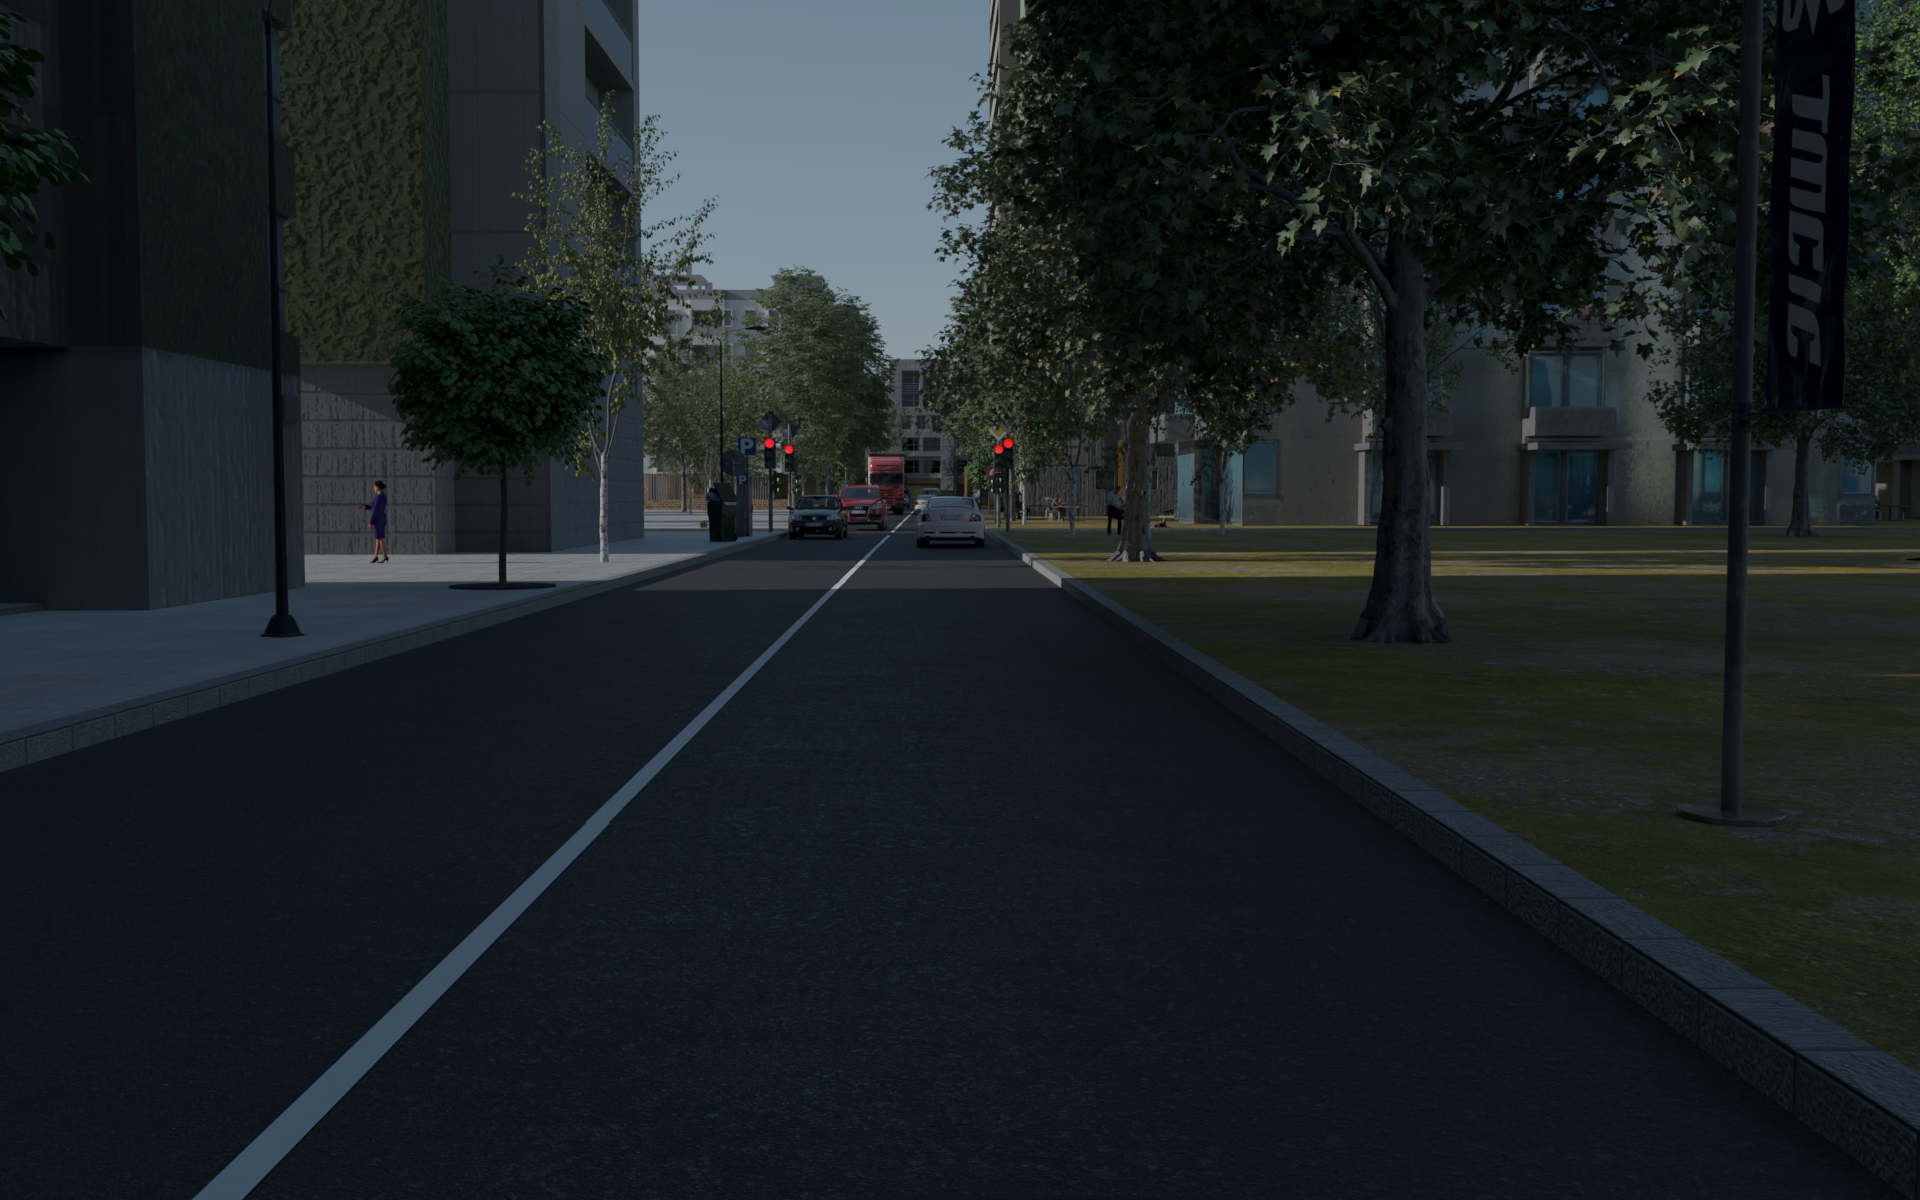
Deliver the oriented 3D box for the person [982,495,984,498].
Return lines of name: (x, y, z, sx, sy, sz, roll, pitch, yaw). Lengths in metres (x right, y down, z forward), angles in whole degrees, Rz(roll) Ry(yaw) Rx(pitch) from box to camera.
person: (1.716, -9.729, 165.122, 1.348, 1.824, 0.705, 2, 4, 34)

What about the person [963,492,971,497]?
person: (0.640, -9.779, 166.871, 0.756, 1.711, 0.436, -1, 4, -16)

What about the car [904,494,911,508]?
car: (-6.027, -10.044, 176.015, 2.131, 1.459, 4.920, 0, 4, -2)

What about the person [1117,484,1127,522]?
person: (7.505, -4.418, 78.721, 0.683, 1.767, 0.568, 0, 4, -3)

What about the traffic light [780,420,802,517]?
traffic light: (-6.481, -4.722, 66.120, 0.839, 4.253, 0.868, 0, 4, -1)

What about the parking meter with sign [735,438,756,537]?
parking meter with sign: (-6.580, -3.446, 52.602, 0.543, 3.016, 1.738, 0, 4, 1)

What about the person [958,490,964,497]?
person: (0.108, -9.943, 170.087, 0.593, 1.643, 0.415, -1, 4, -9)

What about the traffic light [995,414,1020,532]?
traffic light: (1.593, -4.242, 58.284, 0.839, 4.253, 0.868, 0, 4, -1)

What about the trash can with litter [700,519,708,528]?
trash can with litter: (-9.449, -3.328, 65.804, 1.055, 1.170, 0.624, 0, 4, -5)

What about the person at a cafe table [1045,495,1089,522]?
person at a cafe table: (5.000, -4.313, 81.384, 1.726, 1.238, 1.698, 1, 4, 18)

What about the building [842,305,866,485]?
building: (-27.693, -21.829, 200.876, 32.646, 21.610, 27.936, 0, 4, -1)

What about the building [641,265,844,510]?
building: (-18.400, -17.815, 147.702, 16.016, 20.091, 11.380, 0, 4, -1)

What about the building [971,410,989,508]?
building: (15.111, -21.742, 199.456, 27.936, 21.610, 32.646, 0, 4, -1)

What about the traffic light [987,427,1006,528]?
traffic light: (1.459, -4.731, 66.268, 0.839, 4.253, 0.868, 0, 4, -1)

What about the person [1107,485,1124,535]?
person: (4.848, -2.783, 53.760, 0.614, 1.554, 0.590, -2, 4, -24)

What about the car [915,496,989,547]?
car: (-0.232, -2.174, 47.904, 2.083, 1.381, 4.827, 0, 4, 1)

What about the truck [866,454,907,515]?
truck: (-5.209, -8.147, 122.109, 2.839, 4.237, 11.283, 0, 4, -3)

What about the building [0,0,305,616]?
building: (-15.920, -14.939, 15.959, 14.160, 30.474, 14.107, 0, 4, -1)

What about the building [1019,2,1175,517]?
building: (10.557, -25.747, 104.564, 14.154, 41.232, 14.086, 0, 4, -1)

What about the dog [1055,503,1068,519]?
dog: (5.125, -4.596, 89.522, 0.513, 0.831, 0.800, -2, 4, -35)

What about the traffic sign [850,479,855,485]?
traffic sign: (-7.914, -7.624, 124.762, 0.768, 2.556, 0.104, 0, 4, 3)

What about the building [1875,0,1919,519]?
building: (59.005, -24.082, 85.618, 23.993, 40.220, 32.217, 0, 4, -1)

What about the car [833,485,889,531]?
car: (-3.965, -3.716, 69.424, 2.281, 1.827, 5.304, 0, 4, -1)

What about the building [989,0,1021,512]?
building: (13.170, -30.977, 130.182, 21.300, 48.544, 21.600, 0, 4, -1)

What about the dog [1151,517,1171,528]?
dog: (7.625, -2.954, 66.029, 0.748, 0.427, 0.550, 1, 4, 22)

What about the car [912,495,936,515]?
car: (-2.294, -6.563, 119.665, 2.083, 1.381, 4.827, 0, 4, -1)

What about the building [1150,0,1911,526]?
building: (23.902, -28.025, 77.824, 30.456, 49.044, 23.786, 0, 4, -1)

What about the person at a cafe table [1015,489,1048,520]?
person at a cafe table: (3.467, -4.749, 86.160, 1.622, 1.524, 1.698, 1, 4, 9)

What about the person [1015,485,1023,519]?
person: (2.865, -5.023, 88.975, 0.445, 1.727, 0.742, 3, 5, 40)

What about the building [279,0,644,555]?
building: (-23.231, -30.739, 44.583, 28.212, 58.520, 21.231, 0, 4, -1)

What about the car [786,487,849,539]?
car: (-4.579, -2.840, 56.219, 2.009, 1.686, 4.222, 0, 4, 0)

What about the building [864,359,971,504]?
building: (-9.421, -22.556, 235.249, 31.486, 18.905, 16.747, 0, 4, -1)

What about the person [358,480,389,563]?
person: (-10.884, -1.449, 32.106, 0.546, 1.535, 0.453, -1, 4, -14)

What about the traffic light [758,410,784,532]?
traffic light: (-6.347, -4.233, 58.136, 0.839, 4.253, 0.868, 0, 4, -1)

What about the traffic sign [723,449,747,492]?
traffic sign: (-6.454, -3.008, 49.282, 0.768, 2.556, 0.104, 0, 4, 4)

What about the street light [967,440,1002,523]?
street light: (1.143, -6.349, 76.352, 1.470, 5.913, 1.316, 0, 4, -1)

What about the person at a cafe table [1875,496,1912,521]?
person at a cafe table: (44.476, -4.439, 83.436, 1.726, 1.238, 1.698, 0, 4, -7)

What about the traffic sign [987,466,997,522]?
traffic sign: (1.604, -4.796, 78.520, 0.768, 2.556, 0.104, 0, 4, 8)
